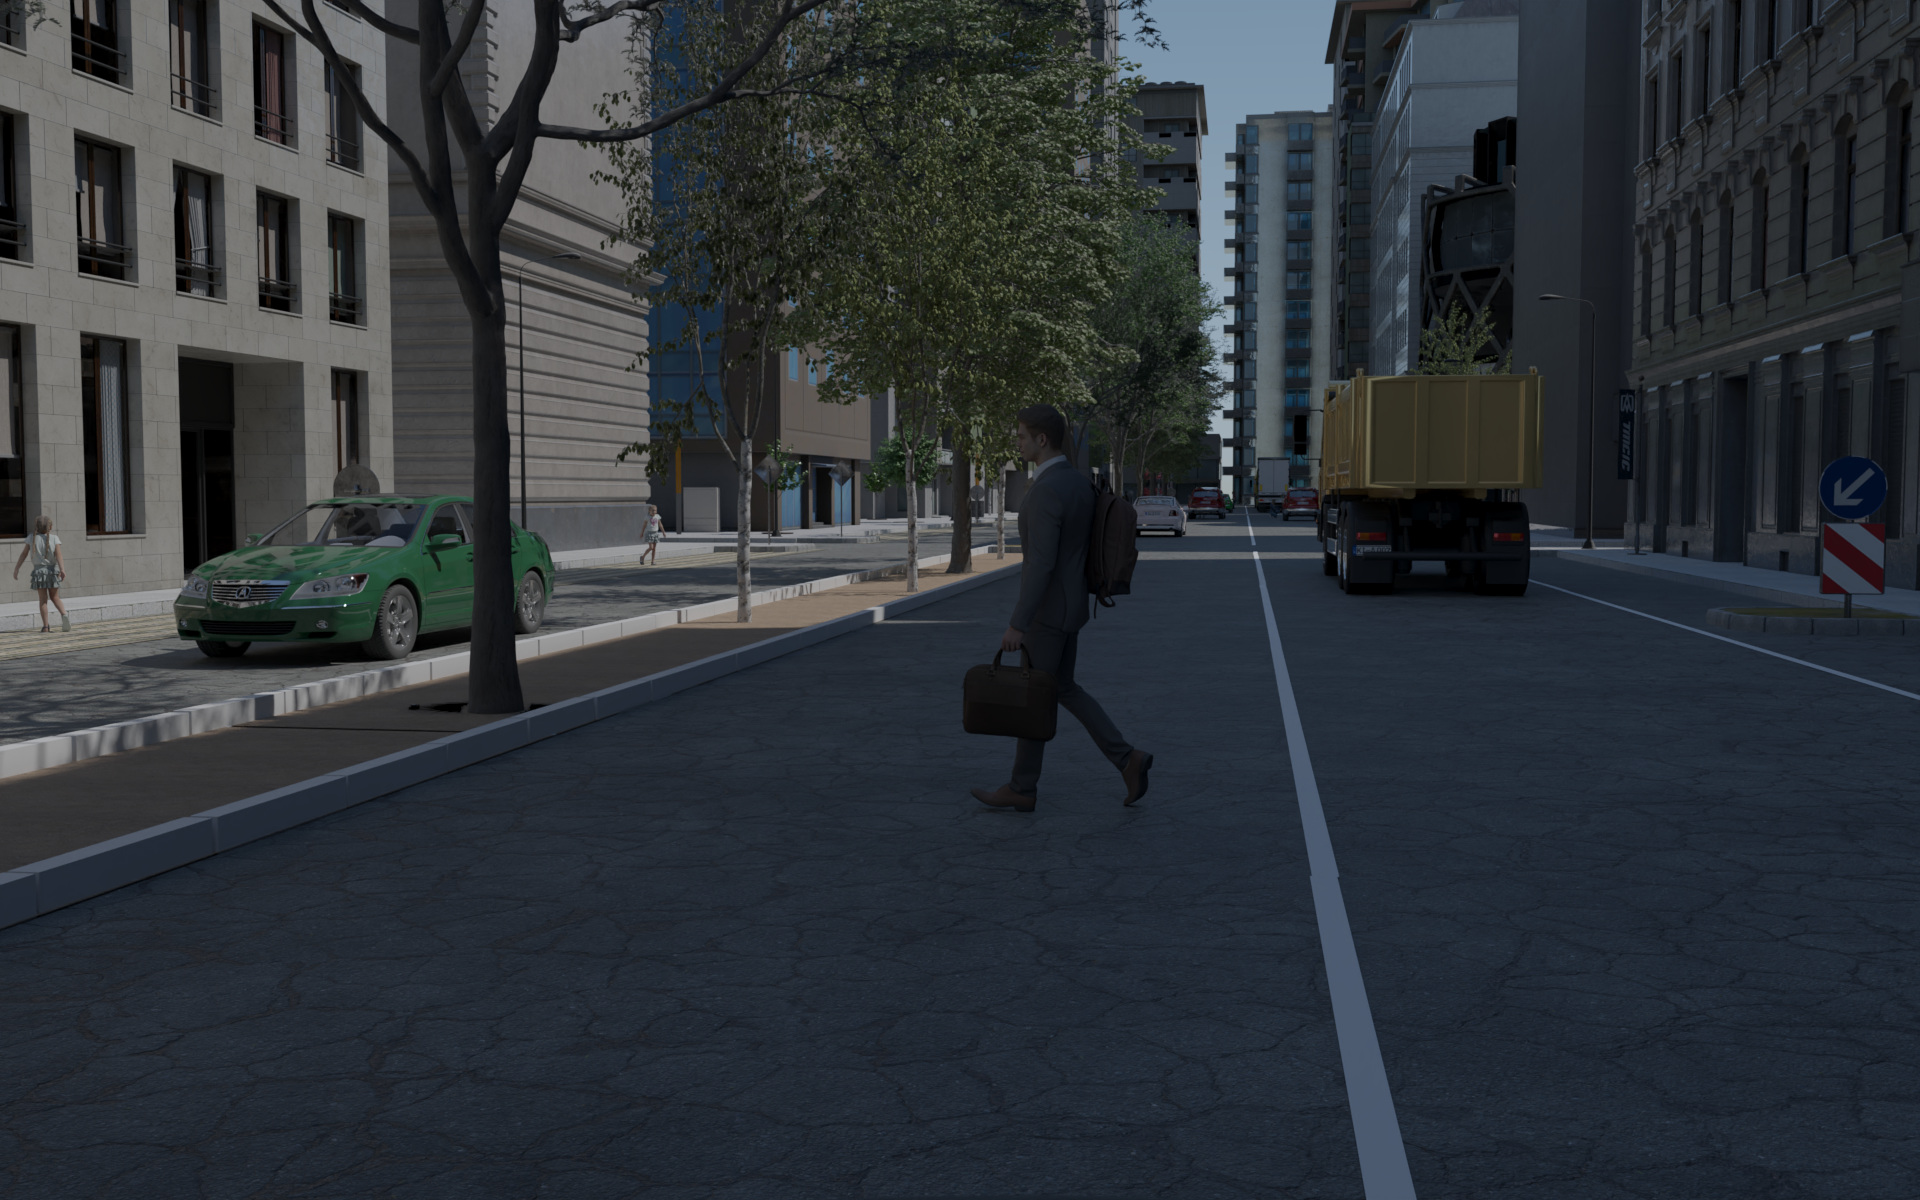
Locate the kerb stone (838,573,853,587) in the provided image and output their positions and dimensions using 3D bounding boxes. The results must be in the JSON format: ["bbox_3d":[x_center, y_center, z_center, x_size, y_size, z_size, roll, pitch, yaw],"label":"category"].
[{"bbox_3d":[-1.872,-0.290,26.931,0.120,0.150,1.000,1,4,9],"label":"kerb stone"}]

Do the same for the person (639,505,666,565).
[{"bbox_3d":[-6.171,-1.302,34.799,0.505,1.210,0.382,-3,4,-39],"label":"person"}]

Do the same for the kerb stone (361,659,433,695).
[{"bbox_3d":[-4.194,0.577,12.761,0.120,0.150,1.000,1,4,9],"label":"kerb stone"}]

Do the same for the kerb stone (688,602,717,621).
[{"bbox_3d":[-3.024,0.150,19.849,0.120,0.150,1.000,1,4,9],"label":"kerb stone"}]

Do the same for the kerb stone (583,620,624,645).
[{"bbox_3d":[-3.522,0.330,16.806,0.120,0.150,1.000,1,4,9],"label":"kerb stone"}]

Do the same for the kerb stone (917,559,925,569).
[{"bbox_3d":[-0.872,-0.658,33.008,0.120,0.150,1.000,1,4,9],"label":"kerb stone"}]

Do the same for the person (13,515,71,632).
[{"bbox_3d":[-9.440,-0.262,17.800,0.505,1.210,0.382,-2,4,-30],"label":"person"}]

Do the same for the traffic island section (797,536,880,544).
[{"bbox_3d":[-3.553,-1.795,51.633,2.009,0.180,2.903,1,4,9],"label":"traffic island section"}]

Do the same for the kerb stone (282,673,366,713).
[{"bbox_3d":[-4.358,0.639,11.752,0.120,0.150,1.000,1,4,9],"label":"kerb stone"}]

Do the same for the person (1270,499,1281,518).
[{"bbox_3d":[19.238,-5.590,105.390,0.738,1.151,1.012,3,4,38],"label":"person"}]

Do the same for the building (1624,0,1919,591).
[{"bbox_3d":[18.716,-11.082,30.337,9.793,20.994,18.267,1,4,9],"label":"building"}]

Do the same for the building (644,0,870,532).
[{"bbox_3d":[-11.677,-25.372,64.943,14.600,45.320,14.200,1,4,9],"label":"building"}]

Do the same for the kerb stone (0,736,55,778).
[{"bbox_3d":[-4.852,0.829,8.706,0.120,0.150,1.000,1,4,9],"label":"kerb stone"}]

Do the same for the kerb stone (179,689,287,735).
[{"bbox_3d":[-4.520,0.701,10.739,0.120,0.150,1.000,1,4,9],"label":"kerb stone"}]

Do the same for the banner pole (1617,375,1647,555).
[{"bbox_3d":[14.123,-2.839,36.441,0.863,3.779,0.401,-2,4,-27],"label":"banner pole"}]

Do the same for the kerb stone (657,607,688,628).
[{"bbox_3d":[-3.197,0.206,18.832,0.120,0.150,1.000,1,4,9],"label":"kerb stone"}]

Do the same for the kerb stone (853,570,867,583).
[{"bbox_3d":[-1.712,-0.352,27.954,0.120,0.150,1.000,1,4,9],"label":"kerb stone"}]

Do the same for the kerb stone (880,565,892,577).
[{"bbox_3d":[-1.372,-0.476,29.975,0.120,0.150,1.000,1,4,9],"label":"kerb stone"}]

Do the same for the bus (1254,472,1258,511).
[{"bbox_3d":[27.188,-9.787,151.559,2.896,3.916,12.252,1,4,10],"label":"bus"}]

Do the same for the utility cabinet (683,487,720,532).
[{"bbox_3d":[-8.625,-3.009,57.875,1.173,1.500,0.318,1,4,11],"label":"utility cabinet"}]

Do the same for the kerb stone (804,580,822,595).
[{"bbox_3d":[-2.200,-0.165,24.906,0.120,0.150,1.000,1,4,9],"label":"kerb stone"}]

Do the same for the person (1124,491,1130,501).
[{"bbox_3d":[16.855,-10.129,174.833,0.721,1.735,1.217,-1,4,-18],"label":"person"}]

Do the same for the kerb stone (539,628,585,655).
[{"bbox_3d":[-3.690,0.392,15.798,0.120,0.150,1.000,1,4,9],"label":"kerb stone"}]

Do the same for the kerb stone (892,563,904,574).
[{"bbox_3d":[-1.212,-0.534,30.985,0.120,0.150,1.000,1,4,9],"label":"kerb stone"}]

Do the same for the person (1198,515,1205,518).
[{"bbox_3d":[14.710,-5.902,105.205,0.606,1.804,0.583,-2,4,-29],"label":"person"}]

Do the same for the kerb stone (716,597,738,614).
[{"bbox_3d":[-2.864,0.090,20.859,0.120,0.150,1.000,1,4,9],"label":"kerb stone"}]

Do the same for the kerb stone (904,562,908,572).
[{"bbox_3d":[-1.039,-0.599,32.000,0.120,0.150,1.000,1,4,9],"label":"kerb stone"}]

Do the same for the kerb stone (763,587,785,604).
[{"bbox_3d":[-2.534,-0.042,22.883,0.120,0.150,1.000,1,4,9],"label":"kerb stone"}]

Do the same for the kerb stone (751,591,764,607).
[{"bbox_3d":[-2.699,0.022,21.867,0.120,0.150,1.000,1,4,9],"label":"kerb stone"}]

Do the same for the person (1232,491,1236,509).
[{"bbox_3d":[26.370,-9.601,166.196,0.721,1.743,1.217,1,4,15],"label":"person"}]

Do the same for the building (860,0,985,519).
[{"bbox_3d":[-6.614,-25.100,93.976,14.154,41.232,14.086,1,4,9],"label":"building"}]

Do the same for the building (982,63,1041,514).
[{"bbox_3d":[-2.619,-21.058,116.001,14.160,30.474,14.107,1,4,9],"label":"building"}]

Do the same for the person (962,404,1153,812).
[{"bbox_3d":[0.449,0.042,7.770,0.822,1.834,0.622,1,4,10],"label":"person"}]

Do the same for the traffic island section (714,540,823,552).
[{"bbox_3d":[-4.841,-1.313,43.752,2.009,0.180,2.903,1,4,9],"label":"traffic island section"}]

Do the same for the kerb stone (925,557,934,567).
[{"bbox_3d":[-0.711,-0.723,34.018,0.120,0.150,1.000,1,4,9],"label":"kerb stone"}]

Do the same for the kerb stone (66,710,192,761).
[{"bbox_3d":[-4.685,0.768,9.728,0.120,0.150,1.000,1,4,9],"label":"kerb stone"}]

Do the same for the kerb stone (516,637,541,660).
[{"bbox_3d":[-3.858,0.454,14.777,0.120,0.150,1.000,1,4,9],"label":"kerb stone"}]

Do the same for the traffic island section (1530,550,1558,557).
[{"bbox_3d":[12.816,-1.137,40.873,2.009,0.180,2.903,1,4,9],"label":"traffic island section"}]

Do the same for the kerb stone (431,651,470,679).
[{"bbox_3d":[-4.021,0.519,13.768,0.120,0.150,1.000,1,4,9],"label":"kerb stone"}]

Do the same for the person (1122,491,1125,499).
[{"bbox_3d":[14.789,-9.004,156.452,0.721,1.736,1.217,0,4,-5],"label":"person"}]

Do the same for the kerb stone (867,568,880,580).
[{"bbox_3d":[-1.549,-0.410,28.963,0.120,0.150,1.000,1,4,9],"label":"kerb stone"}]

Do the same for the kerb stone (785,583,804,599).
[{"bbox_3d":[-2.366,-0.104,23.891,0.120,0.150,1.000,1,4,9],"label":"kerb stone"}]

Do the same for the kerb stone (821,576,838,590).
[{"bbox_3d":[-2.035,-0.228,25.920,0.120,0.150,1.000,1,4,9],"label":"kerb stone"}]

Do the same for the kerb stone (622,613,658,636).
[{"bbox_3d":[-3.356,0.270,17.821,0.120,0.150,1.000,1,4,9],"label":"kerb stone"}]

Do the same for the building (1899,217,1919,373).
[{"bbox_3d":[16.497,-11.442,6.150,14.314,24.678,30.058,1,4,9],"label":"building"}]
